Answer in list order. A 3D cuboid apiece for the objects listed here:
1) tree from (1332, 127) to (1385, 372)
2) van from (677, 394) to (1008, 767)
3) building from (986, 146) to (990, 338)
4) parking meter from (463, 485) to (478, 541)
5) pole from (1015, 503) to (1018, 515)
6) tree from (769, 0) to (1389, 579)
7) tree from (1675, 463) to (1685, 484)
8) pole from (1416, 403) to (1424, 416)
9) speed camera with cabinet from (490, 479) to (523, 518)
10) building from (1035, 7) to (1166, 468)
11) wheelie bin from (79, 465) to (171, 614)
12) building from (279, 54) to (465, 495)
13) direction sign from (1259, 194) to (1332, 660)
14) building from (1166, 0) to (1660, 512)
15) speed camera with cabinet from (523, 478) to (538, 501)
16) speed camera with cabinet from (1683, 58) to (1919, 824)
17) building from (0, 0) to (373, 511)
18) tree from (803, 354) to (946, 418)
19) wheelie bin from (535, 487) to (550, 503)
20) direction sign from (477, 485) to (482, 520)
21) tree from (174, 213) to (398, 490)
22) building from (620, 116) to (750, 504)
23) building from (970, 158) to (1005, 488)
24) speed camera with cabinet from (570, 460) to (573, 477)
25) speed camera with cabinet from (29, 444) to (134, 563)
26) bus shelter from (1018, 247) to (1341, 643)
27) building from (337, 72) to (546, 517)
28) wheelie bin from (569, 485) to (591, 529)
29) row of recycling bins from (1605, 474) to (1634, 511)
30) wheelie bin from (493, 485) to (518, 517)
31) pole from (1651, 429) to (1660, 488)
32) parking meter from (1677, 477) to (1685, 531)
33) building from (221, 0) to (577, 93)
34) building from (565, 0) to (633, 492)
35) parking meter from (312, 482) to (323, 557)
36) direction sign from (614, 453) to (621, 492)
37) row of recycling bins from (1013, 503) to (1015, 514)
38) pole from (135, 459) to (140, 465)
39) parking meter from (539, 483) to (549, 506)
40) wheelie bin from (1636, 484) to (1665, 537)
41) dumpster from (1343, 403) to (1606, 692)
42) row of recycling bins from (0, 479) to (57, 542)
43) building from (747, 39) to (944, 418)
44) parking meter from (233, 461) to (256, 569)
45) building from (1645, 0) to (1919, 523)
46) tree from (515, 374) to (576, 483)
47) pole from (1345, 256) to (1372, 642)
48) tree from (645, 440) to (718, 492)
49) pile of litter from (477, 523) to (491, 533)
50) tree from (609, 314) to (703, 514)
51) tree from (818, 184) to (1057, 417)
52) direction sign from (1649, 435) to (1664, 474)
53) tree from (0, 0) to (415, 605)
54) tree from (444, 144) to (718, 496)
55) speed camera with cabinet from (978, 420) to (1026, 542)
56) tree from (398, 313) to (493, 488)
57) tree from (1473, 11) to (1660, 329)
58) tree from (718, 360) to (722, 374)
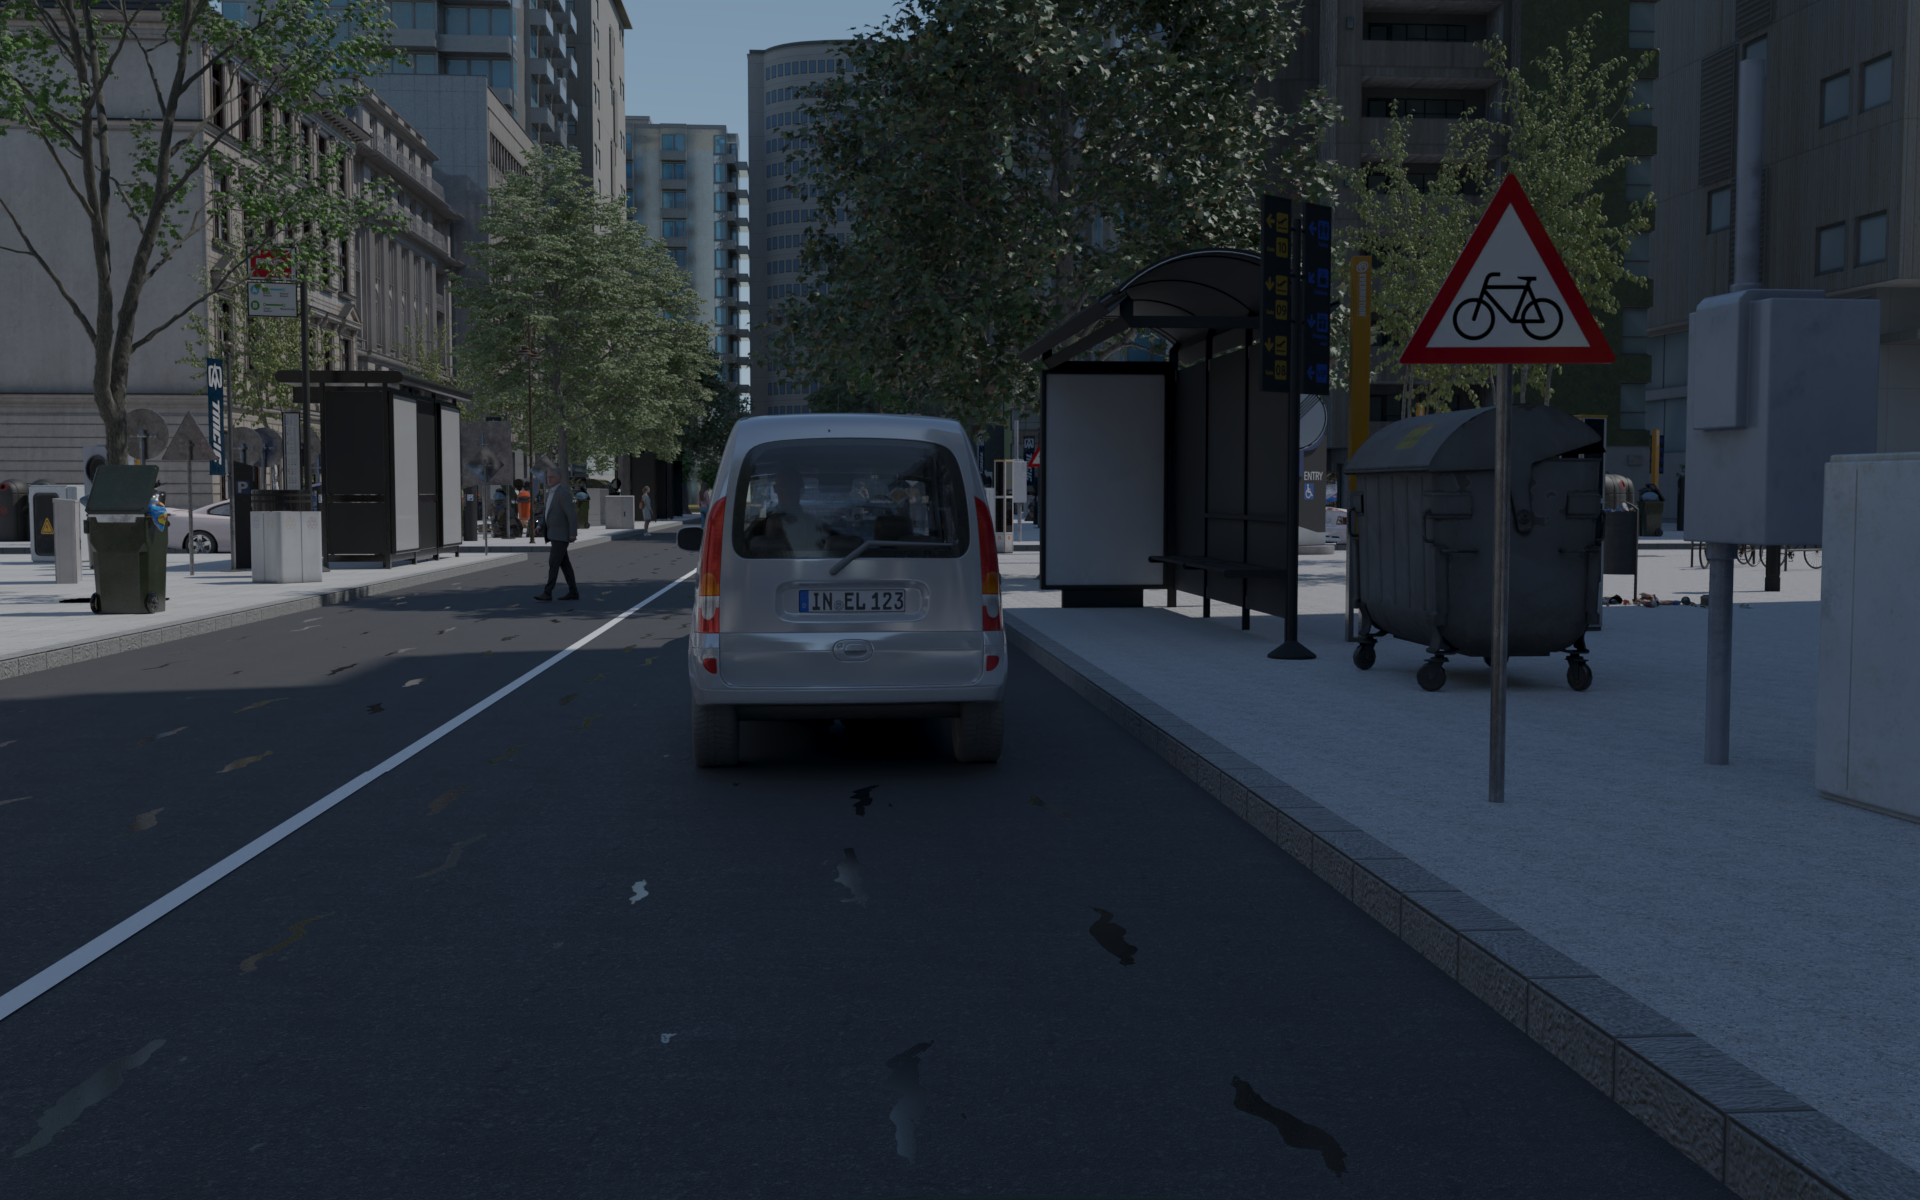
[{"bbox_3d":[8.903,-5.059,33.085,4.737,8.622,4.395,0,3,0],"label":"tree"},{"bbox_3d":[-0.739,-0.216,10.536,2.013,2.044,4.112,0,4,-6],"label":"van"},{"bbox_3d":[5.581,-30.281,178.696,14.154,41.232,14.086,0,4,-5],"label":"building"},{"bbox_3d":[-13.340,-2.370,47.165,0.372,1.533,0.369,0,3,0],"label":"parking meter"},{"bbox_3d":[3.467,-6.888,106.463,0.158,3.312,0.155,0,3,0],"label":"pole"},{"bbox_3d":[1.531,-6.660,25.896,9.611,12.733,9.660,0,3,0],"label":"tree"},{"bbox_3d":[26.094,-4.043,60.706,1.663,3.219,1.824,0,3,0],"label":"tree"},{"bbox_3d":[10.297,-2.752,38.842,0.158,3.312,0.155,0,3,0],"label":"pole"},{"bbox_3d":[-21.058,-5.243,80.057,0.660,3.252,2.038,0,4,8],"label":"speed camera with cabinet"},{"bbox_3d":[17.257,-29.738,105.823,23.786,49.044,30.456,0,4,-5],"label":"building"},{"bbox_3d":[-8.981,-0.659,18.684,0.980,1.594,0.693,0,4,-2],"label":"wheelie bin"},{"bbox_3d":[-33.527,-14.911,85.592,13.314,21.916,24.055,0,4,-5],"label":"building"},{"bbox_3d":[2.600,-1.313,13.464,0.876,3.537,0.379,-3,5,-43],"label":"direction sign"},{"bbox_3d":[15.818,-17.877,63.984,14.107,30.474,14.160,0,4,-5],"label":"building"},{"bbox_3d":[-24.668,-6.283,97.071,2.038,3.252,0.660,1,4,22],"label":"speed camera with cabinet"},{"bbox_3d":[3.892,-0.796,7.345,0.660,3.252,2.038,0,4,-8],"label":"speed camera with cabinet"},{"bbox_3d":[-29.145,-12.148,63.248,10.561,19.102,19.286,0,4,-5],"label":"building"},{"bbox_3d":[-4.591,-11.619,96.627,9.857,13.997,8.962,0,3,0],"label":"tree"},{"bbox_3d":[-21.717,-5.022,90.011,0.693,1.594,0.980,-1,4,-22],"label":"wheelie bin"},{"bbox_3d":[-23.509,-5.651,84.396,0.379,3.537,0.876,3,4,39],"label":"direction sign"},{"bbox_3d":[-18.085,-5.810,45.357,4.737,8.622,4.395,0,3,0],"label":"tree"},{"bbox_3d":[-42.283,-36.837,221.898,30.456,49.044,23.786,0,4,-5],"label":"building"},{"bbox_3d":[12.228,-51.536,155.285,22.319,86.520,31.000,0,4,-5],"label":"building"},{"bbox_3d":[-20.559,-5.991,92.287,0.660,3.252,2.038,1,4,13],"label":"speed camera with cabinet"},{"bbox_3d":[-16.395,-2.321,32.286,2.038,3.252,0.660,1,4,20],"label":"speed camera with cabinet"},{"bbox_3d":[1.895,-1.411,17.002,2.014,3.302,5.546,0,4,-5],"label":"bus shelter"},{"bbox_3d":[-33.464,-17.707,107.536,12.078,24.808,19.932,0,4,-5],"label":"building"},{"bbox_3d":[-14.035,-3.414,63.728,0.980,1.594,0.693,2,4,35],"label":"wheelie bin"},{"bbox_3d":[13.084,-1.726,35.338,1.069,1.692,3.534,2,4,27],"label":"row of recycling bins"},{"bbox_3d":[-14.722,-2.952,56.168,0.693,1.594,0.980,1,4,15],"label":"wheelie bin"},{"bbox_3d":[21.908,-3.716,54.601,0.158,3.312,0.155,0,3,0],"label":"pole"},{"bbox_3d":[25.072,-3.328,60.124,0.255,1.863,0.399,1,4,9],"label":"parking meter"},{"bbox_3d":[-41.377,-31.326,131.792,23.786,49.044,30.456,0,4,-5],"label":"building"},{"bbox_3d":[-46.631,-35.316,166.657,27.495,52.752,28.713,0,4,-5],"label":"building"},{"bbox_3d":[-13.123,-1.650,35.389,0.372,1.533,0.369,0,3,0],"label":"parking meter"},{"bbox_3d":[-18.778,-6.305,95.079,0.379,3.537,0.876,-2,4,-33],"label":"direction sign"},{"bbox_3d":[2.319,-6.330,110.604,1.069,1.692,3.534,-2,4,-34],"label":"row of recycling bins"},{"bbox_3d":[-24.306,-3.514,51.305,0.158,3.312,0.155,0,3,0],"label":"pole"},{"bbox_3d":[-18.774,-4.437,78.257,0.255,1.863,0.399,3,4,37],"label":"parking meter"},{"bbox_3d":[20.840,-2.715,52.295,0.693,1.594,0.980,0,4,-1],"label":"wheelie bin"},{"bbox_3d":[3.515,-0.377,11.927,1.264,1.857,1.865,0,4,-5],"label":"dumpster"},{"bbox_3d":[-26.107,-2.435,46.926,3.534,1.692,1.069,0,4,3],"label":"row of recycling bins"},{"bbox_3d":[-12.924,-41.673,223.347,28.212,58.520,21.231,0,4,-5],"label":"building"},{"bbox_3d":[-12.321,-1.471,29.759,0.399,1.863,0.255,-2,4,-31],"label":"parking meter"},{"bbox_3d":[43.944,-29.565,72.623,27.495,52.752,28.713,0,4,-5],"label":"building"},{"bbox_3d":[-23.712,-9.189,100.597,4.360,8.622,3.978,0,3,0],"label":"tree"},{"bbox_3d":[3.445,-1.293,14.976,0.158,3.312,0.155,0,3,0],"label":"pole"},{"bbox_3d":[-16.968,-7.138,100.420,4.285,4.588,4.351,0,3,0],"label":"tree"},{"bbox_3d":[-15.743,-2.698,58.075,1.176,0.858,1.719,2,4,24],"label":"pile of litter"},{"bbox_3d":[-17.691,-11.835,110.512,9.611,12.733,9.660,0,3,0],"label":"tree"},{"bbox_3d":[-0.384,-7.904,54.991,9.928,11.665,9.643,0,3,0],"label":"tree"},{"bbox_3d":[26.645,-4.563,66.602,0.876,3.537,0.379,-1,4,-12],"label":"direction sign"},{"bbox_3d":[-9.900,-5.773,20.139,9.928,11.665,9.643,0,3,0],"label":"tree"},{"bbox_3d":[-13.522,-8.504,57.163,7.486,12.596,7.792,0,3,0],"label":"tree"},{"bbox_3d":[0.940,-3.225,47.062,0.660,3.252,2.038,-3,4,-38],"label":"speed camera with cabinet"},{"bbox_3d":[-21.360,-7.397,71.301,4.737,8.622,4.395,0,3,0],"label":"tree"},{"bbox_3d":[8.997,-4.706,27.307,4.737,8.622,4.395,0,3,0],"label":"tree"},{"bbox_3d":[-13.512,-9.414,72.039,7.486,12.596,7.792,0,3,0],"label":"tree"}]
